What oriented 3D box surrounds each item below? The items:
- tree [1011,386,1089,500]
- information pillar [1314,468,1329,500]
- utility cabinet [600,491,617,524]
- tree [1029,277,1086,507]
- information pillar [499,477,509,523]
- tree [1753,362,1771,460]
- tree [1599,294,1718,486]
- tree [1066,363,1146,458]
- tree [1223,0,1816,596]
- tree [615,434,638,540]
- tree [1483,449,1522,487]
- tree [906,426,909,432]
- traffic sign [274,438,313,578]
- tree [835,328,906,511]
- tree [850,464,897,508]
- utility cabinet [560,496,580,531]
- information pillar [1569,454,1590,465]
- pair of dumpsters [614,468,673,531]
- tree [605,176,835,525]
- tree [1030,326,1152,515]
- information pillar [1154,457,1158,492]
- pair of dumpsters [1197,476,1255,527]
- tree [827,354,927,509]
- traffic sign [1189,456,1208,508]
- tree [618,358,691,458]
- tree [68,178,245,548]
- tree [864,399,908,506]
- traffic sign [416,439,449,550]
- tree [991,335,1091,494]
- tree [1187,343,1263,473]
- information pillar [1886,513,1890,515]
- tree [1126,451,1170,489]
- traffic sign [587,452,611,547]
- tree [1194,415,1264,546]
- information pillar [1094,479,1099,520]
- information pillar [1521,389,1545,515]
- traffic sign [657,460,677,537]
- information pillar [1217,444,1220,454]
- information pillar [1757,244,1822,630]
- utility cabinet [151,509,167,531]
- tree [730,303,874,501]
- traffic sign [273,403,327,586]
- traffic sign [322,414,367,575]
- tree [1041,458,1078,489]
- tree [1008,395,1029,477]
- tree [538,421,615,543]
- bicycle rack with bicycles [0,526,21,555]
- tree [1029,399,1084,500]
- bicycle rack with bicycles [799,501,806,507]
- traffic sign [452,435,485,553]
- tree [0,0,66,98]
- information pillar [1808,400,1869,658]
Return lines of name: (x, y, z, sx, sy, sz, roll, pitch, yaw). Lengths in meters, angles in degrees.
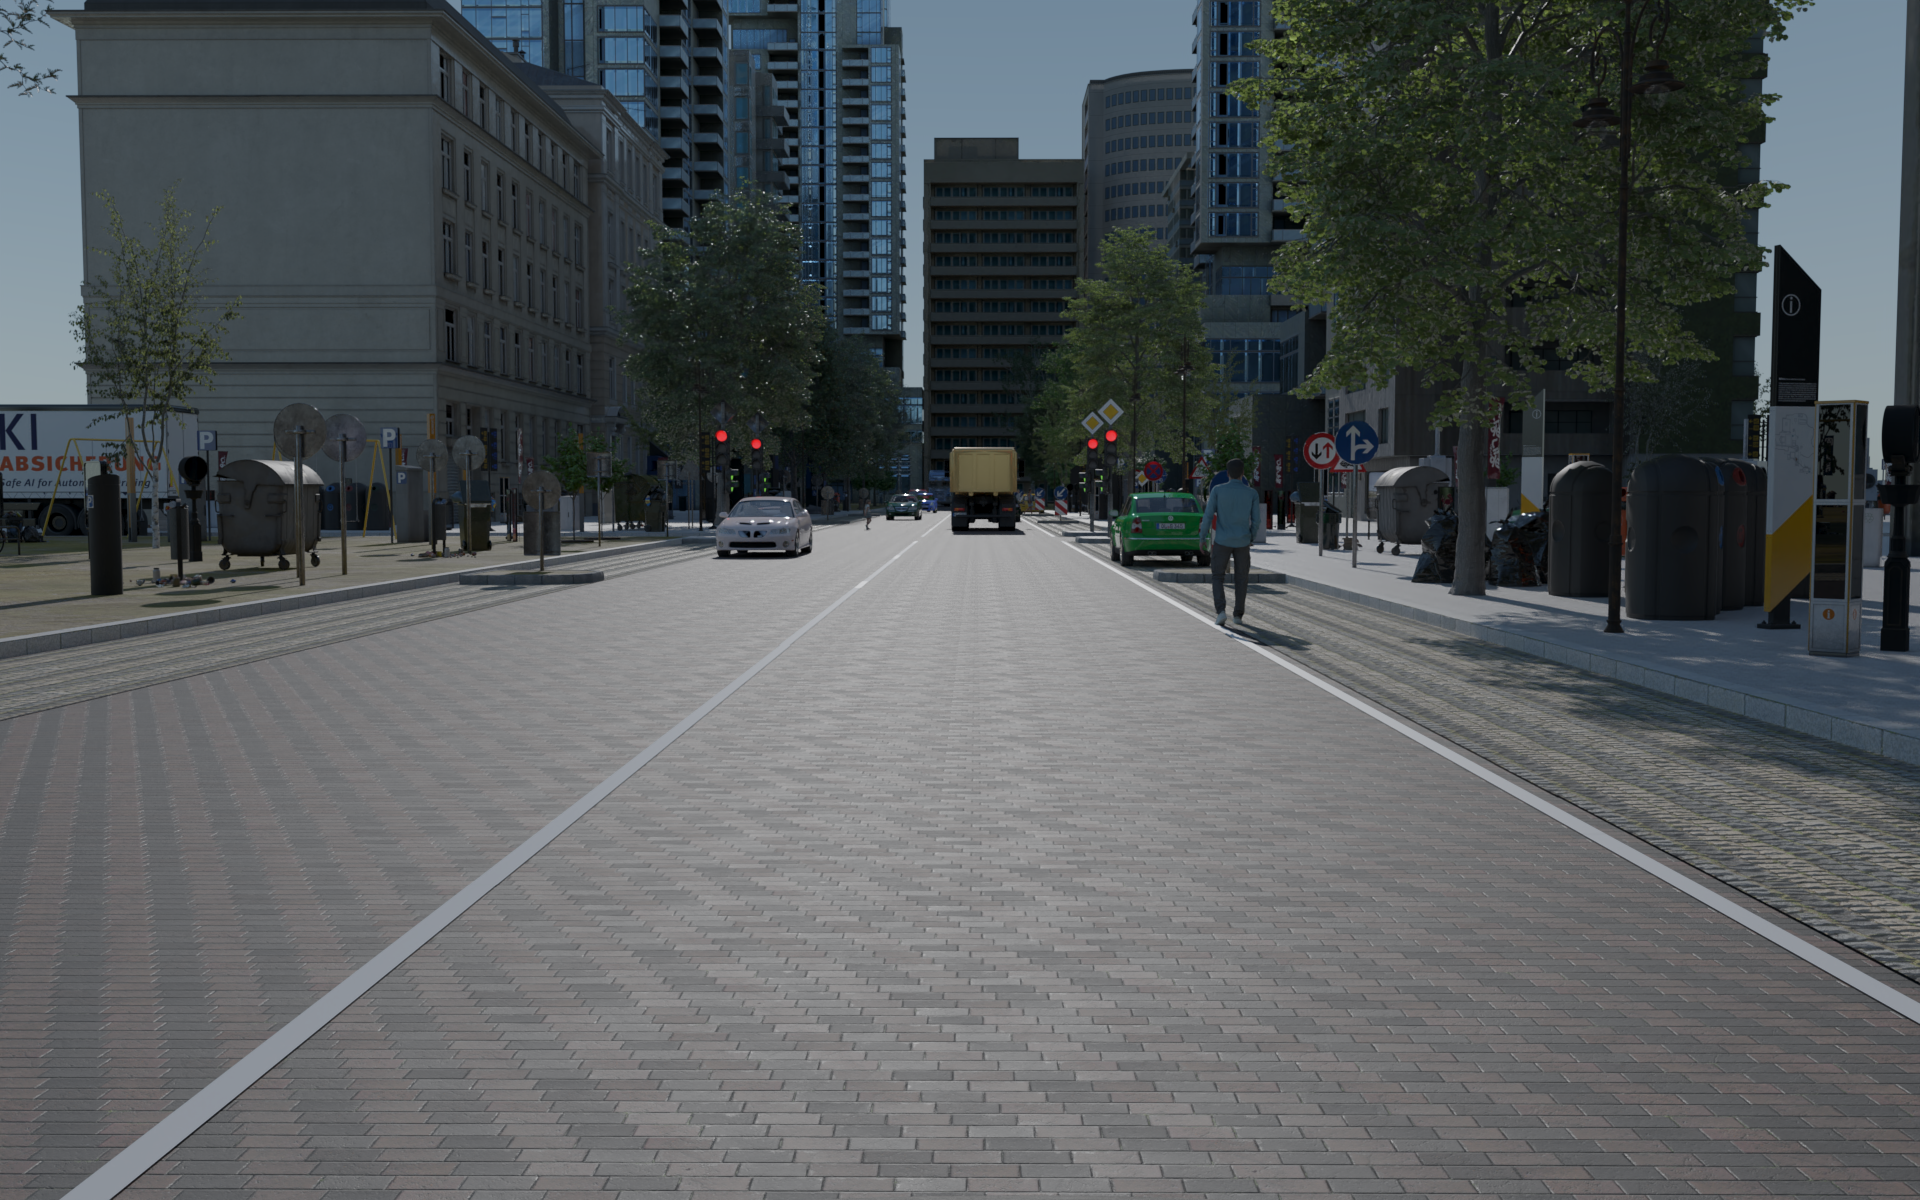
tree: (8.280, -13.177, 149.861, 7.601, 10.594, 8.767, 1, 4, 23)
information pillar: (10.055, -2.676, 48.241, 0.304, 2.012, 0.304, -1, 4, -15)
utility cabinet: (-14.943, -3.963, 73.471, 0.318, 1.500, 1.173, 1, 4, 15)
tree: (7.658, -9.498, 73.412, 7.486, 12.596, 7.792, 0, 3, 0)
information pillar: (-19.890, -4.351, 75.635, 0.304, 2.012, 0.304, 3, 4, 37)
tree: (34.523, -7.767, 77.353, 4.737, 8.622, 4.395, 0, 3, 0)
tree: (25.855, -7.010, 64.969, 4.360, 8.622, 3.978, 0, 3, 0)
tree: (8.035, -8.877, 95.499, 4.360, 8.622, 3.978, 0, 3, 0)
tree: (6.807, -6.349, 21.933, 7.486, 12.596, 7.792, 0, 3, 0)
tree: (-10.232, -3.325, 48.965, 1.663, 3.219, 1.824, 0, 3, 0)
tree: (20.364, -4.367, 66.008, 1.663, 3.219, 1.824, 0, 3, 0)
tree: (-8.870, -13.902, 133.960, 9.857, 13.997, 8.962, 0, 3, 0)
traffic sign: (-10.147, -1.616, 26.522, 0.768, 2.556, 0.104, 0, 4, 7)
tree: (-9.457, -12.902, 117.597, 9.857, 13.997, 8.962, 0, 3, 0)
tree: (-8.937, -10.896, 161.866, 4.285, 4.588, 4.351, 0, 3, 0)
utility cabinet: (-13.826, -3.070, 61.355, 0.306, 1.237, 1.020, -3, 4, -38)
information pillar: (11.249, -1.653, 31.525, 0.304, 2.012, 0.304, 0, 4, 8)
pair of dumpsters: (-11.467, -3.667, 62.453, 1.574, 2.255, 4.437, 0, 4, 0)
tree: (-9.821, -10.058, 71.109, 9.857, 13.997, 8.962, 0, 3, 0)
tree: (8.154, -11.041, 106.272, 9.928, 11.665, 9.643, 0, 3, 0)
information pillar: (12.499, -7.285, 110.466, 0.183, 3.616, 0.504, 3, 4, 37)
pair of dumpsters: (9.699, -3.710, 63.153, 1.574, 2.255, 4.437, 0, 4, 1)
tree: (-8.449, -14.699, 150.694, 12.009, 13.543, 11.850, 0, 3, 0)
traffic sign: (8.336, -3.656, 59.772, 0.884, 2.594, 0.081, 1, 4, 10)
tree: (-15.752, -8.673, 92.163, 4.737, 8.622, 4.395, 0, 3, 0)
tree: (-19.067, -5.536, 40.868, 4.360, 8.622, 3.978, 0, 3, 0)
tree: (-9.001, -15.488, 178.986, 9.928, 11.665, 9.643, 0, 3, 0)
traffic sign: (-12.191, -2.441, 40.011, 0.768, 2.556, 0.104, 0, 4, 4)
tree: (9.634, -21.322, 204.508, 12.611, 20.169, 13.585, 0, 3, 0)
tree: (12.751, -8.255, 85.330, 4.737, 8.622, 4.395, 0, 3, 0)
information pillar: (62.089, -6.798, 115.633, 0.304, 2.012, 0.304, 3, 5, 42)
tree: (14.151, -8.958, 130.171, 4.285, 4.588, 4.351, 0, 3, 0)
traffic sign: (-8.798, -2.453, 42.230, 0.606, 2.300, 0.079, 0, 4, 5)
tree: (6.593, -2.940, 42.673, 1.663, 3.219, 1.824, 0, 3, 0)
information pillar: (6.585, -4.896, 84.540, 0.304, 2.012, 0.304, -3, 5, -41)
information pillar: (12.852, -2.904, 38.831, 0.504, 3.616, 0.183, 3, 5, 42)
traffic sign: (-8.790, -3.050, 51.996, 0.606, 2.300, 0.079, 1, 4, 10)
information pillar: (10.321, -4.684, 67.932, 0.504, 3.616, 0.183, 0, 4, -2)
information pillar: (7.887, -1.533, 16.424, 0.504, 3.616, 0.183, -1, 4, -14)
utility cabinet: (-27.212, -3.121, 59.711, 1.173, 1.500, 0.318, -3, 4, -38)
tree: (-9.812, -11.246, 100.876, 9.611, 12.733, 9.660, 0, 3, 0)
traffic sign: (-9.229, -1.475, 24.229, 0.768, 2.556, 0.104, 0, 4, 4)
traffic sign: (-9.792, -1.674, 27.482, 0.768, 2.556, 0.104, 0, 4, 3)
tree: (8.195, -9.537, 139.640, 4.285, 4.588, 4.351, 0, 3, 0)
tree: (8.704, -15.631, 173.699, 7.486, 12.596, 7.792, 0, 3, 0)
tree: (-10.409, -3.145, 46.027, 1.663, 3.219, 1.824, 0, 3, 0)
bicycle rack with bicycles: (-20.811, -1.344, 35.350, 2.852, 0.926, 2.925, 0, 4, 4)
tree: (7.369, -10.785, 126.698, 4.737, 8.622, 4.395, 0, 3, 0)
bicycle rack with bicycles: (-12.371, -7.219, 131.413, 2.925, 0.926, 2.852, -3, 5, -44)
traffic sign: (-10.639, -2.286, 37.488, 0.768, 2.556, 0.104, 1, 4, 9)
tree: (-9.346, -6.149, 10.912, 12.009, 13.543, 11.850, 0, 3, 0)
information pillar: (6.947, -0.563, 13.702, 0.304, 2.012, 0.304, -3, 5, -44)
